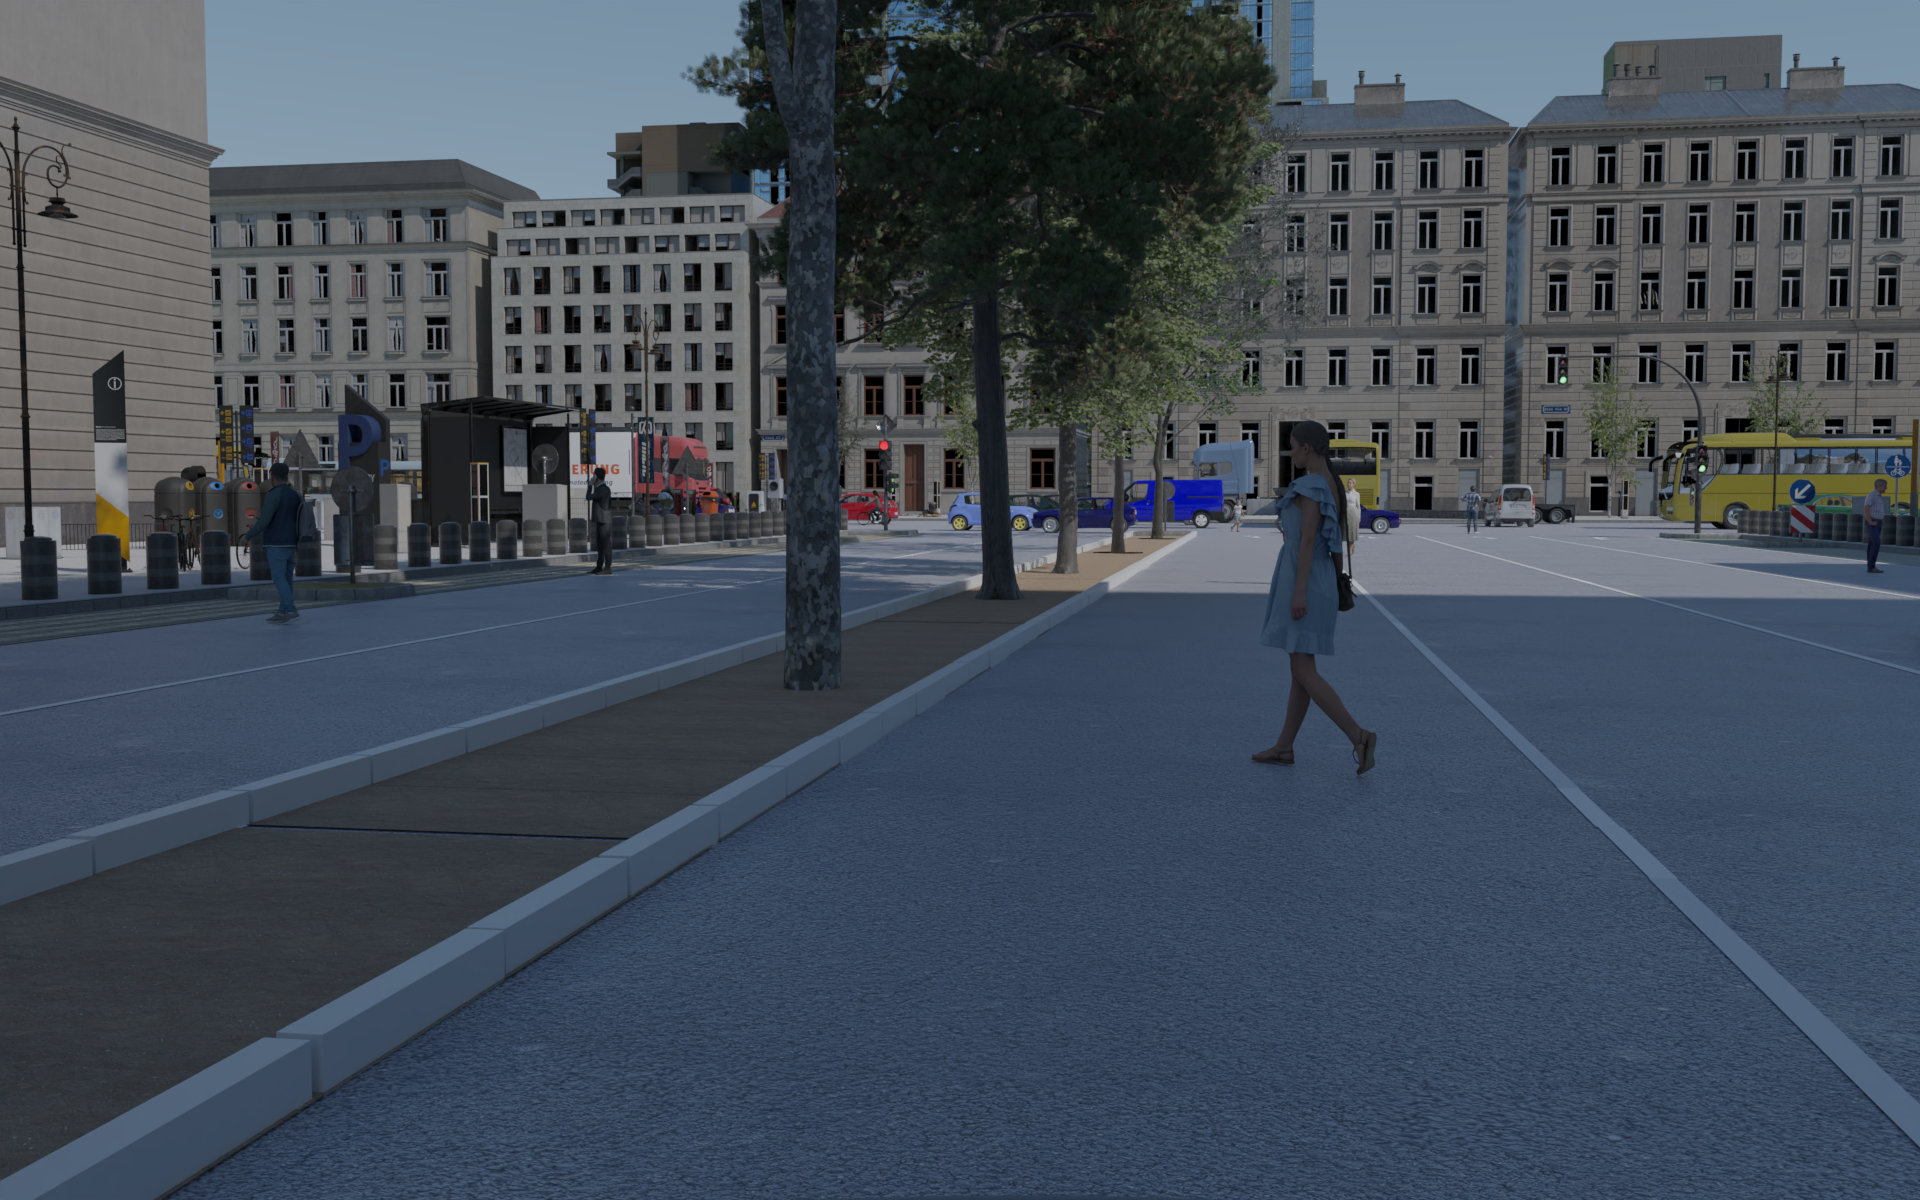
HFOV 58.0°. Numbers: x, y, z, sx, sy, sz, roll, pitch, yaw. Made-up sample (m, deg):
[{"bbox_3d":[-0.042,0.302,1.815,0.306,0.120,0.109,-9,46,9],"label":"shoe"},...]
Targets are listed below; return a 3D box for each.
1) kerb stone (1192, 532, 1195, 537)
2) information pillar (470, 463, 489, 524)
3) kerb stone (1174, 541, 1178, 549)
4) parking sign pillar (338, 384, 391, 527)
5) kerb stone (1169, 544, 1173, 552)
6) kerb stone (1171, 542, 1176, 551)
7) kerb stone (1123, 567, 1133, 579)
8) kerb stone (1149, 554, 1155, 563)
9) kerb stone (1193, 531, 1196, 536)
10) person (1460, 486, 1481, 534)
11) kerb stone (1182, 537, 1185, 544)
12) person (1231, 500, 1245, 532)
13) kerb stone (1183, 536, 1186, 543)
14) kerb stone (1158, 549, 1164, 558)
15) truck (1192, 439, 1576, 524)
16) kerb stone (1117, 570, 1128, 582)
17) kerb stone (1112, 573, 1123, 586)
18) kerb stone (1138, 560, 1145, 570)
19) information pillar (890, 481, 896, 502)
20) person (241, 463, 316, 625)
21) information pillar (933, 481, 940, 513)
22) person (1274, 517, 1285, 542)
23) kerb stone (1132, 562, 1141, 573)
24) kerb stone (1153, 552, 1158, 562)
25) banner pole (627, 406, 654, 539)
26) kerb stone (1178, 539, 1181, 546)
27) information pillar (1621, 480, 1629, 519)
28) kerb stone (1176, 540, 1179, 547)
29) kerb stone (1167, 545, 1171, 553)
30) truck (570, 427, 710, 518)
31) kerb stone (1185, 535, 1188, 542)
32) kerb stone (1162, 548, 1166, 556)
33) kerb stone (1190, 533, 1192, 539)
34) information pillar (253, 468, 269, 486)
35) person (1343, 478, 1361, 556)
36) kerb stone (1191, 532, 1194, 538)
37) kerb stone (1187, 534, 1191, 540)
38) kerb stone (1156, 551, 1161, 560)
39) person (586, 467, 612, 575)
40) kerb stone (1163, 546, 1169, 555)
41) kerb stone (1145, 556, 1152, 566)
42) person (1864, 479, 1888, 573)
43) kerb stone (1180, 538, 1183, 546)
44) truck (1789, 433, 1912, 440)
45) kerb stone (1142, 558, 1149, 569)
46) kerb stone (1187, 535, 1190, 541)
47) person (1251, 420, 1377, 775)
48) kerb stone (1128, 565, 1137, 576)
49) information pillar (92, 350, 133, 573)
[{"bbox_3d":[7.338,-2.028,55.345,0.120,0.150,1.000,1,4,10],"label":"kerb stone"},{"bbox_3d":[-11.278,-2.214,40.692,0.304,2.012,0.304,3,4,37],"label":"information pillar"},{"bbox_3d":[5.406,-1.345,44.192,0.120,0.150,1.000,1,4,10],"label":"kerb stone"},{"bbox_3d":[-14.550,-3.293,42.311,1.447,3.967,1.447,2,4,24],"label":"parking sign pillar"},{"bbox_3d":[5.047,-1.220,42.168,0.120,0.150,1.000,1,4,10],"label":"kerb stone"},{"bbox_3d":[5.228,-1.283,43.180,0.120,0.150,1.000,1,4,10],"label":"kerb stone"},{"bbox_3d":[2.748,-0.413,28.956,0.120,0.150,1.000,1,4,10],"label":"kerb stone"},{"bbox_3d":[3.805,-0.787,35.060,0.120,0.150,1.000,1,4,10],"label":"kerb stone"},{"bbox_3d":[7.523,-2.085,56.360,0.120,0.150,1.000,1,4,10],"label":"kerb stone"},{"bbox_3d":[18.451,-3.252,62.398,0.376,1.734,0.841,-3,4,-38],"label":"person"},{"bbox_3d":[6.111,-1.590,48.244,0.120,0.150,1.000,1,4,10],"label":"kerb stone"},{"bbox_3d":[10.496,-3.176,65.442,0.505,1.210,0.382,-2,4,-29],"label":"person"},{"bbox_3d":[6.280,-1.655,49.256,0.120,0.150,1.000,1,4,10],"label":"kerb stone"},{"bbox_3d":[4.332,-0.973,38.097,0.120,0.150,1.000,1,4,10],"label":"kerb stone"},{"bbox_3d":[20.094,-5.803,84.643,18.799,4.110,2.967,1,4,10],"label":"truck"},{"bbox_3d":[2.566,-0.352,27.945,0.120,0.150,1.000,1,4,10],"label":"kerb stone"},{"bbox_3d":[2.388,-0.289,26.929,0.120,0.150,1.000,1,4,10],"label":"kerb stone"},{"bbox_3d":[3.274,-0.599,31.997,0.120,0.150,1.000,1,4,10],"label":"kerb stone"},{"bbox_3d":[-3.815,-5.781,99.013,0.304,2.012,0.304,-1,4,-10],"label":"information pillar"},{"bbox_3d":[-7.506,-0.632,19.181,0.721,1.781,0.623,0,4,7],"label":"person"},{"bbox_3d":[-1.316,-5.710,97.853,0.304,2.012,0.304,2,4,32],"label":"information pillar"},{"bbox_3d":[5.277,-0.962,27.459,0.726,1.435,0.776,1,4,22],"label":"person"},{"bbox_3d":[3.095,-0.537,30.982,0.120,0.150,1.000,1,4,10],"label":"kerb stone"},{"bbox_3d":[3.985,-0.847,36.074,0.120,0.150,1.000,1,4,10],"label":"kerb stone"},{"bbox_3d":[-9.114,-3.634,49.436,0.863,3.779,0.401,0,4,4],"label":"banner pole"},{"bbox_3d":[5.753,-1.465,46.221,0.120,0.150,1.000,1,4,10],"label":"kerb stone"},{"bbox_3d":[34.624,-5.243,90.207,0.304,2.012,0.304,0,4,4],"label":"information pillar"},{"bbox_3d":[5.578,-1.408,45.210,0.120,0.150,1.000,1,4,10],"label":"kerb stone"},{"bbox_3d":[4.871,-1.159,41.147,0.120,0.150,1.000,1,4,10],"label":"kerb stone"},{"bbox_3d":[-15.638,-5.188,73.733,11.283,4.237,2.839,1,4,11],"label":"truck"},{"bbox_3d":[6.465,-1.716,50.273,0.120,0.150,1.000,1,4,10],"label":"kerb stone"},{"bbox_3d":[4.512,-1.034,39.108,0.120,0.150,1.000,1,4,10],"label":"kerb stone"},{"bbox_3d":[6.987,-1.903,53.315,0.120,0.150,1.000,1,4,10],"label":"kerb stone"},{"bbox_3d":[-19.720,-2.716,48.906,0.304,2.012,0.304,1,4,14],"label":"information pillar"},{"bbox_3d":[9.057,-1.924,40.177,0.478,1.798,0.641,3,4,37],"label":"person"},{"bbox_3d":[7.167,-1.965,54.326,0.120,0.150,1.000,1,4,10],"label":"kerb stone"},{"bbox_3d":[6.807,-1.836,52.298,0.120,0.150,1.000,1,4,10],"label":"kerb stone"},{"bbox_3d":[4.163,-0.909,37.085,0.120,0.150,1.000,1,4,10],"label":"kerb stone"},{"bbox_3d":[-6.408,-1.397,30.710,0.474,1.900,0.648,-1,4,-11],"label":"person"},{"bbox_3d":[4.688,-1.093,40.127,0.120,0.150,1.000,1,4,10],"label":"kerb stone"},{"bbox_3d":[3.637,-0.724,34.029,0.120,0.150,1.000,1,4,10],"label":"kerb stone"},{"bbox_3d":[16.776,-1.359,31.654,0.756,1.711,0.436,-3,4,-37],"label":"person"},{"bbox_3d":[5.931,-1.531,47.233,0.120,0.150,1.000,1,4,10],"label":"kerb stone"},{"bbox_3d":[44.626,-5.639,81.113,11.283,4.237,2.839,1,4,9],"label":"truck"},{"bbox_3d":[3.460,-0.659,33.018,0.120,0.150,1.000,1,4,10],"label":"kerb stone"},{"bbox_3d":[6.644,-1.774,51.284,0.120,0.150,1.000,1,4,10],"label":"kerb stone"},{"bbox_3d":[1.870,-0.025,8.998,0.616,1.811,0.778,-3,5,-44],"label":"person"},{"bbox_3d":[2.923,-0.474,29.970,0.120,0.150,1.000,1,4,10],"label":"kerb stone"},{"bbox_3d":[-13.746,-2.246,28.077,0.504,3.616,0.183,-2,4,-26],"label":"information pillar"}]
